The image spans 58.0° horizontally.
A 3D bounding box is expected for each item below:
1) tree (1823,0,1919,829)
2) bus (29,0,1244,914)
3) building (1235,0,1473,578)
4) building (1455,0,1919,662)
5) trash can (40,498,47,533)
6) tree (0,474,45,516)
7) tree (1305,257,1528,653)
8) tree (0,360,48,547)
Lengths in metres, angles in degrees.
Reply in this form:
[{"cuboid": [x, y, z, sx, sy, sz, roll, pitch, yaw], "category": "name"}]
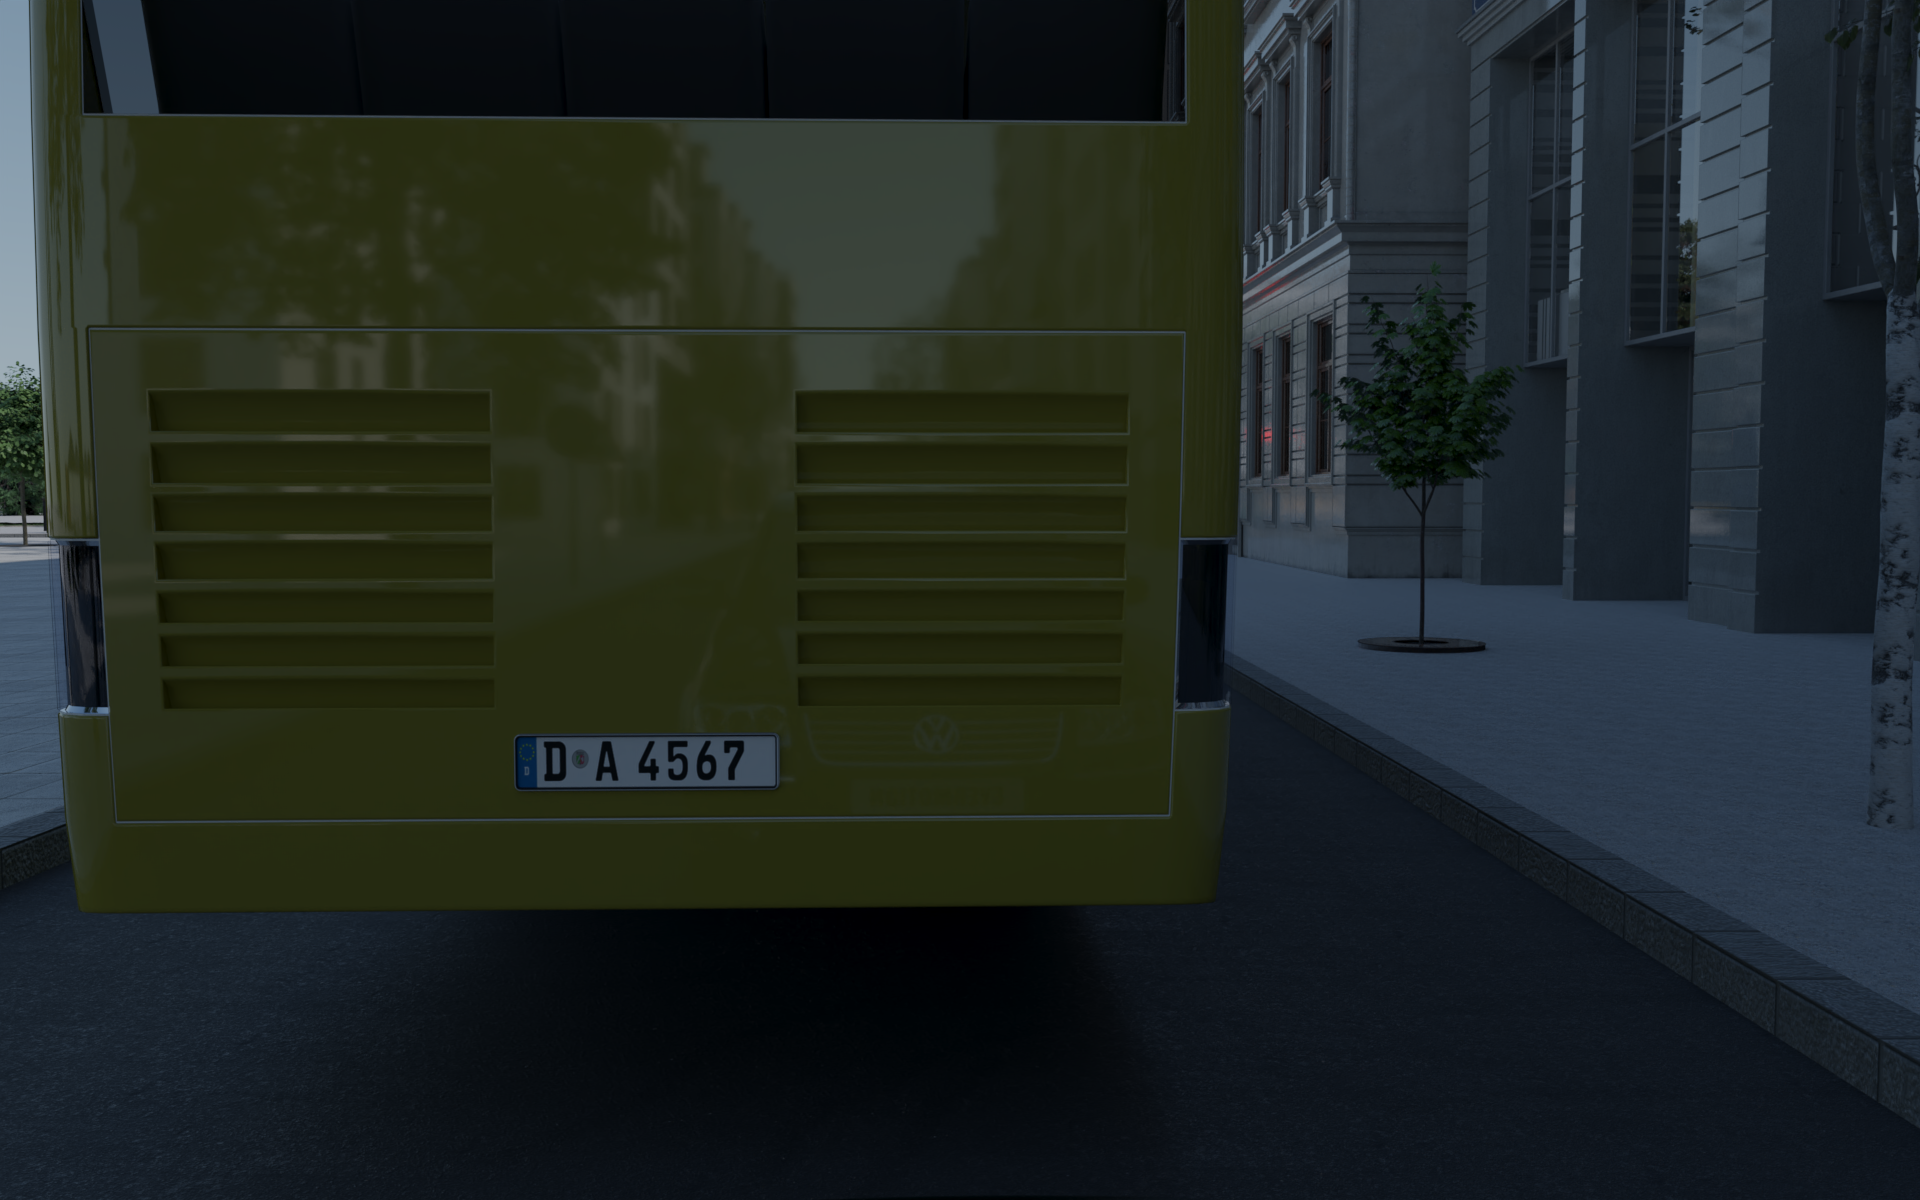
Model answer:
[{"cuboid": [3.806, -3.423, 6.324, 4.360, 8.622, 3.978, 0, 3, 0], "category": "tree"}, {"cuboid": [-0.865, -1.107, 9.650, 2.896, 3.916, 12.252, 0, 4, -2], "category": "bus"}, {"cuboid": [10.676, -12.189, 35.441, 11.583, 22.565, 21.152, 0, 4, -1], "category": "building"}, {"cuboid": [12.932, -14.201, 9.679, 11.434, 29.767, 29.804, 0, 4, -1], "category": "building"}, {"cuboid": [-29.890, -2.780, 57.104, 0.748, 1.137, 0.748, 0, 3, 0], "category": "trash can"}, {"cuboid": [-57.246, -13.365, 120.342, 18.604, 14.587, 13.155, 0, 4, -3], "category": "tree"}, {"cuboid": [3.878, -1.200, 14.219, 1.663, 3.219, 1.824, 0, 3, 0], "category": "tree"}, {"cuboid": [-23.002, -3.604, 42.643, 4.285, 4.588, 4.351, 0, 3, 0], "category": "tree"}]
